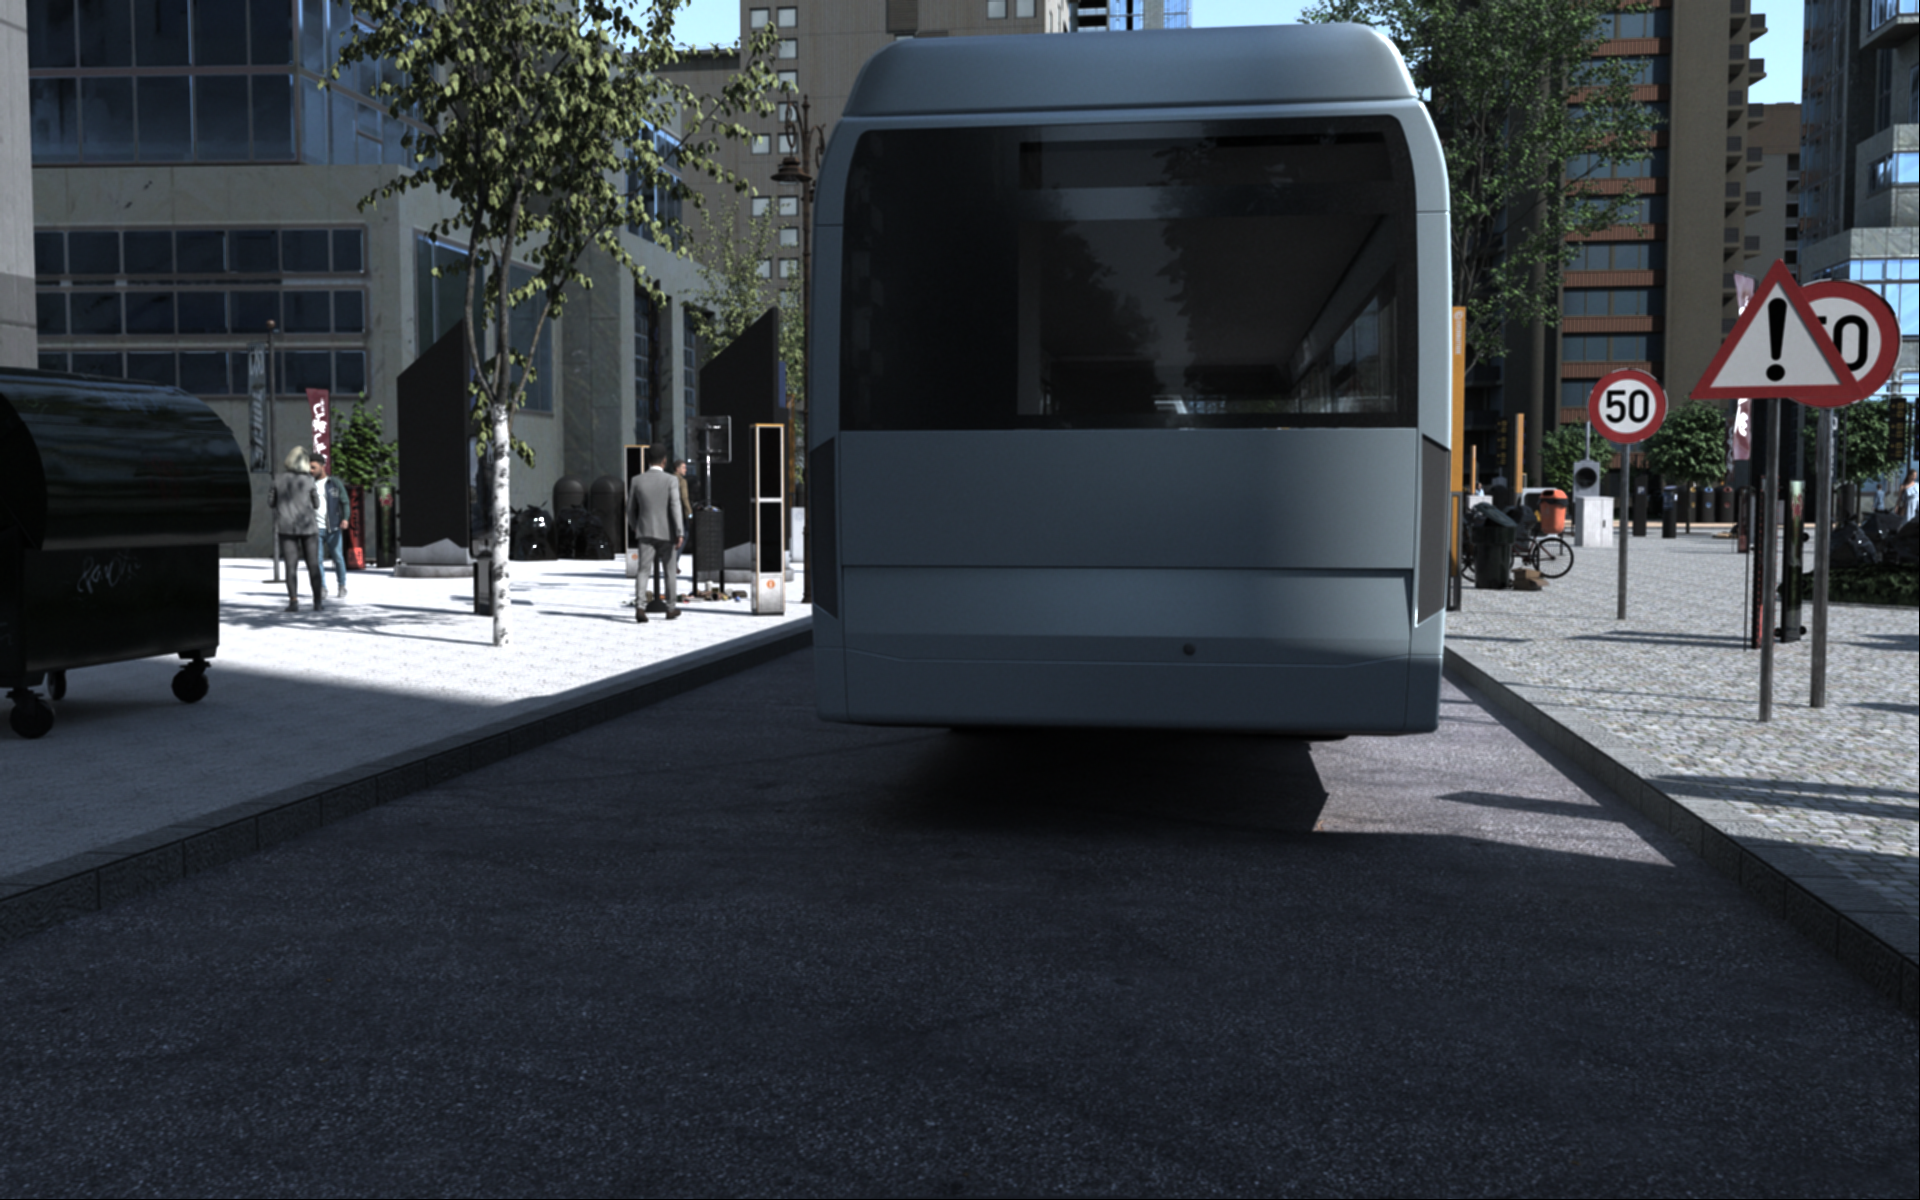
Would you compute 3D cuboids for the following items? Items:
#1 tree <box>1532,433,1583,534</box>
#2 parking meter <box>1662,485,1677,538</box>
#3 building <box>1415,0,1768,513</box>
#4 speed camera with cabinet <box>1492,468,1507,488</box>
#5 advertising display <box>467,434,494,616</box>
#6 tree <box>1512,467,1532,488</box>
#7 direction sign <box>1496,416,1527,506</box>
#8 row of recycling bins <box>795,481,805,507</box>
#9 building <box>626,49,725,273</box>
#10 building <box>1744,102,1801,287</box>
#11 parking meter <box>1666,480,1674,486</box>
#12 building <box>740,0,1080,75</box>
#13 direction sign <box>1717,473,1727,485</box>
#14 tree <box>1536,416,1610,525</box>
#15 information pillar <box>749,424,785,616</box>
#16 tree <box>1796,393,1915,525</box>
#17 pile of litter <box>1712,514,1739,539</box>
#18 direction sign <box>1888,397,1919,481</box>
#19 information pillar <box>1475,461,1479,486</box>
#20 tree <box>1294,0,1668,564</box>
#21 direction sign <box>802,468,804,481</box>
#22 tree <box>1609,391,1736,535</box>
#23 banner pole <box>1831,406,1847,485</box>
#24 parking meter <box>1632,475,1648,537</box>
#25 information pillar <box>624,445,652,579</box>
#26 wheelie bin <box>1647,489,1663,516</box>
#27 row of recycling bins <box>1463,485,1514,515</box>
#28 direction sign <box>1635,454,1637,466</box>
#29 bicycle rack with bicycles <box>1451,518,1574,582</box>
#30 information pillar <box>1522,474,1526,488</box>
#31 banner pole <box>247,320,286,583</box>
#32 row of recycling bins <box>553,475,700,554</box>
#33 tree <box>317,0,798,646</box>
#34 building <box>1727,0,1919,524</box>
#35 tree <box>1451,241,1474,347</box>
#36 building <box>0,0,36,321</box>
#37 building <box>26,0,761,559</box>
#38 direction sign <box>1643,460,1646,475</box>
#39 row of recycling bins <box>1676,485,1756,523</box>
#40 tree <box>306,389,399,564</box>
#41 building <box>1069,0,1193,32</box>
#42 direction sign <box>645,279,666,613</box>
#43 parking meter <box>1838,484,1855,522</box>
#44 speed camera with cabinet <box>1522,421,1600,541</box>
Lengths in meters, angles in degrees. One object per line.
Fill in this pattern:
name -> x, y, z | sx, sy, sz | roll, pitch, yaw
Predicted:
tree -> 19.455, -3.713, 55.315 | 1.663, 3.219, 1.824 | 0, 3, 0
parking meter -> 20.591, -2.559, 50.248 | 0.372, 1.533, 0.369 | 0, 3, 0
building -> 45.160, -28.915, 127.387 | 22.147, 44.769, 28.867 | 1, 4, 8
speed camera with cabinet -> 30.128, -6.129, 94.540 | 2.038, 3.252, 0.660 | 0, 4, 2
advertising display -> -4.993, -0.801, 18.308 | 0.123, 1.923, 0.974 | -2, 4, -33
tree -> 36.594, -7.219, 112.636 | 1.663, 3.219, 1.824 | 0, 3, 0
direction sign -> 16.132, -3.594, 50.755 | 0.876, 3.537, 0.379 | 2, 4, 34
row of recycling bins -> -5.506, -3.019, 56.467 | 3.534, 1.692, 1.069 | -1, 4, -15
building -> -28.460, -37.743, 206.331 | 27.495, 52.752, 28.713 | 1, 4, 8
building -> 87.854, -33.367, 195.656 | 14.200, 45.320, 14.600 | 1, 4, 8
parking meter -> 23.796, -3.198, 57.991 | 0.255, 1.863, 0.399 | 2, 4, 31
building -> -4.086, -35.087, 162.910 | 28.713, 52.752, 27.495 | 1, 4, 8
direction sign -> 48.361, -7.188, 109.514 | 0.876, 3.537, 0.379 | 2, 4, 32
tree -> 26.007, -5.473, 73.191 | 4.285, 4.588, 4.351 | 0, 3, 0
information pillar -> -2.037, -0.845, 18.302 | 0.304, 2.012, 0.304 | -1, 4, -19
tree -> 25.642, -4.026, 49.538 | 4.285, 4.588, 4.351 | 0, 3, 0
pile of litter -> 22.366, -2.191, 49.795 | 1.176, 0.858, 1.719 | 0, 4, 4
direction sign -> 22.272, -2.977, 40.666 | 0.876, 3.537, 0.379 | 2, 4, 34
information pillar -> 33.299, -7.369, 111.845 | 0.504, 3.616, 0.183 | -2, 4, -34
tree -> 8.924, -6.480, 31.711 | 9.928, 11.665, 9.643 | 0, 3, 0
direction sign -> -13.662, -9.723, 150.973 | 0.379, 3.537, 0.876 | -2, 4, -31
tree -> 23.392, -4.380, 55.324 | 4.285, 4.588, 4.351 | 0, 3, 0
banner pole -> 23.643, -3.473, 46.806 | 0.863, 3.779, 0.401 | 0, 4, 2
parking meter -> 20.560, -2.856, 52.413 | 0.399, 1.863, 0.255 | 1, 4, 11
information pillar -> -4.874, -1.330, 26.232 | 0.304, 2.012, 0.304 | 1, 4, 13
wheelie bin -> 40.129, -5.621, 99.809 | 0.980, 1.594, 0.693 | 0, 4, 0
row of recycling bins -> 23.344, -4.288, 77.223 | 1.069, 1.692, 3.534 | -1, 4, -12
direction sign -> 38.655, -6.553, 99.144 | 0.379, 3.537, 0.876 | 2, 4, 26
bicycle rack with bicycles -> 7.457, -0.779, 26.115 | 2.925, 0.926, 2.852 | 2, 4, 35
information pillar -> 20.006, -3.511, 61.893 | 0.304, 2.012, 0.304 | -3, 4, -36
banner pole -> -10.082, -2.147, 25.122 | 0.863, 3.779, 0.401 | 3, 4, 37
row of recycling bins -> -7.095, -1.851, 37.370 | 3.534, 1.692, 1.069 | 1, 4, 8
tree -> -3.678, -3.925, 14.533 | 4.737, 8.622, 4.395 | 0, 3, 0
building -> 54.729, -46.994, 81.031 | 31.000, 86.520, 22.319 | 1, 4, 8
tree -> 9.259, -5.413, 38.859 | 4.360, 8.622, 3.978 | 0, 3, 0
building -> -23.962, -28.487, 7.756 | 21.231, 58.520, 28.212 | 1, 4, 8
building -> -23.280, -44.717, 43.788 | 31.000, 86.520, 22.319 | 1, 4, 8
direction sign -> 44.778, -7.423, 113.369 | 0.379, 3.537, 0.876 | 1, 4, 14
row of recycling bins -> 33.428, -4.259, 76.741 | 3.534, 1.692, 1.069 | 0, 4, -2
tree -> -11.016, -2.300, 32.203 | 1.663, 3.219, 1.824 | 0, 3, 0
building -> 22.395, -57.246, 248.640 | 31.000, 86.520, 22.319 | 1, 4, 8
direction sign -> -3.300, -1.637, 18.758 | 0.379, 3.537, 0.876 | -1, 4, -17
parking meter -> 21.533, -2.061, 42.108 | 0.372, 1.533, 0.369 | 0, 3, 0
speed camera with cabinet -> 16.344, -3.234, 47.209 | 2.038, 3.252, 0.660 | 1, 4, 21
